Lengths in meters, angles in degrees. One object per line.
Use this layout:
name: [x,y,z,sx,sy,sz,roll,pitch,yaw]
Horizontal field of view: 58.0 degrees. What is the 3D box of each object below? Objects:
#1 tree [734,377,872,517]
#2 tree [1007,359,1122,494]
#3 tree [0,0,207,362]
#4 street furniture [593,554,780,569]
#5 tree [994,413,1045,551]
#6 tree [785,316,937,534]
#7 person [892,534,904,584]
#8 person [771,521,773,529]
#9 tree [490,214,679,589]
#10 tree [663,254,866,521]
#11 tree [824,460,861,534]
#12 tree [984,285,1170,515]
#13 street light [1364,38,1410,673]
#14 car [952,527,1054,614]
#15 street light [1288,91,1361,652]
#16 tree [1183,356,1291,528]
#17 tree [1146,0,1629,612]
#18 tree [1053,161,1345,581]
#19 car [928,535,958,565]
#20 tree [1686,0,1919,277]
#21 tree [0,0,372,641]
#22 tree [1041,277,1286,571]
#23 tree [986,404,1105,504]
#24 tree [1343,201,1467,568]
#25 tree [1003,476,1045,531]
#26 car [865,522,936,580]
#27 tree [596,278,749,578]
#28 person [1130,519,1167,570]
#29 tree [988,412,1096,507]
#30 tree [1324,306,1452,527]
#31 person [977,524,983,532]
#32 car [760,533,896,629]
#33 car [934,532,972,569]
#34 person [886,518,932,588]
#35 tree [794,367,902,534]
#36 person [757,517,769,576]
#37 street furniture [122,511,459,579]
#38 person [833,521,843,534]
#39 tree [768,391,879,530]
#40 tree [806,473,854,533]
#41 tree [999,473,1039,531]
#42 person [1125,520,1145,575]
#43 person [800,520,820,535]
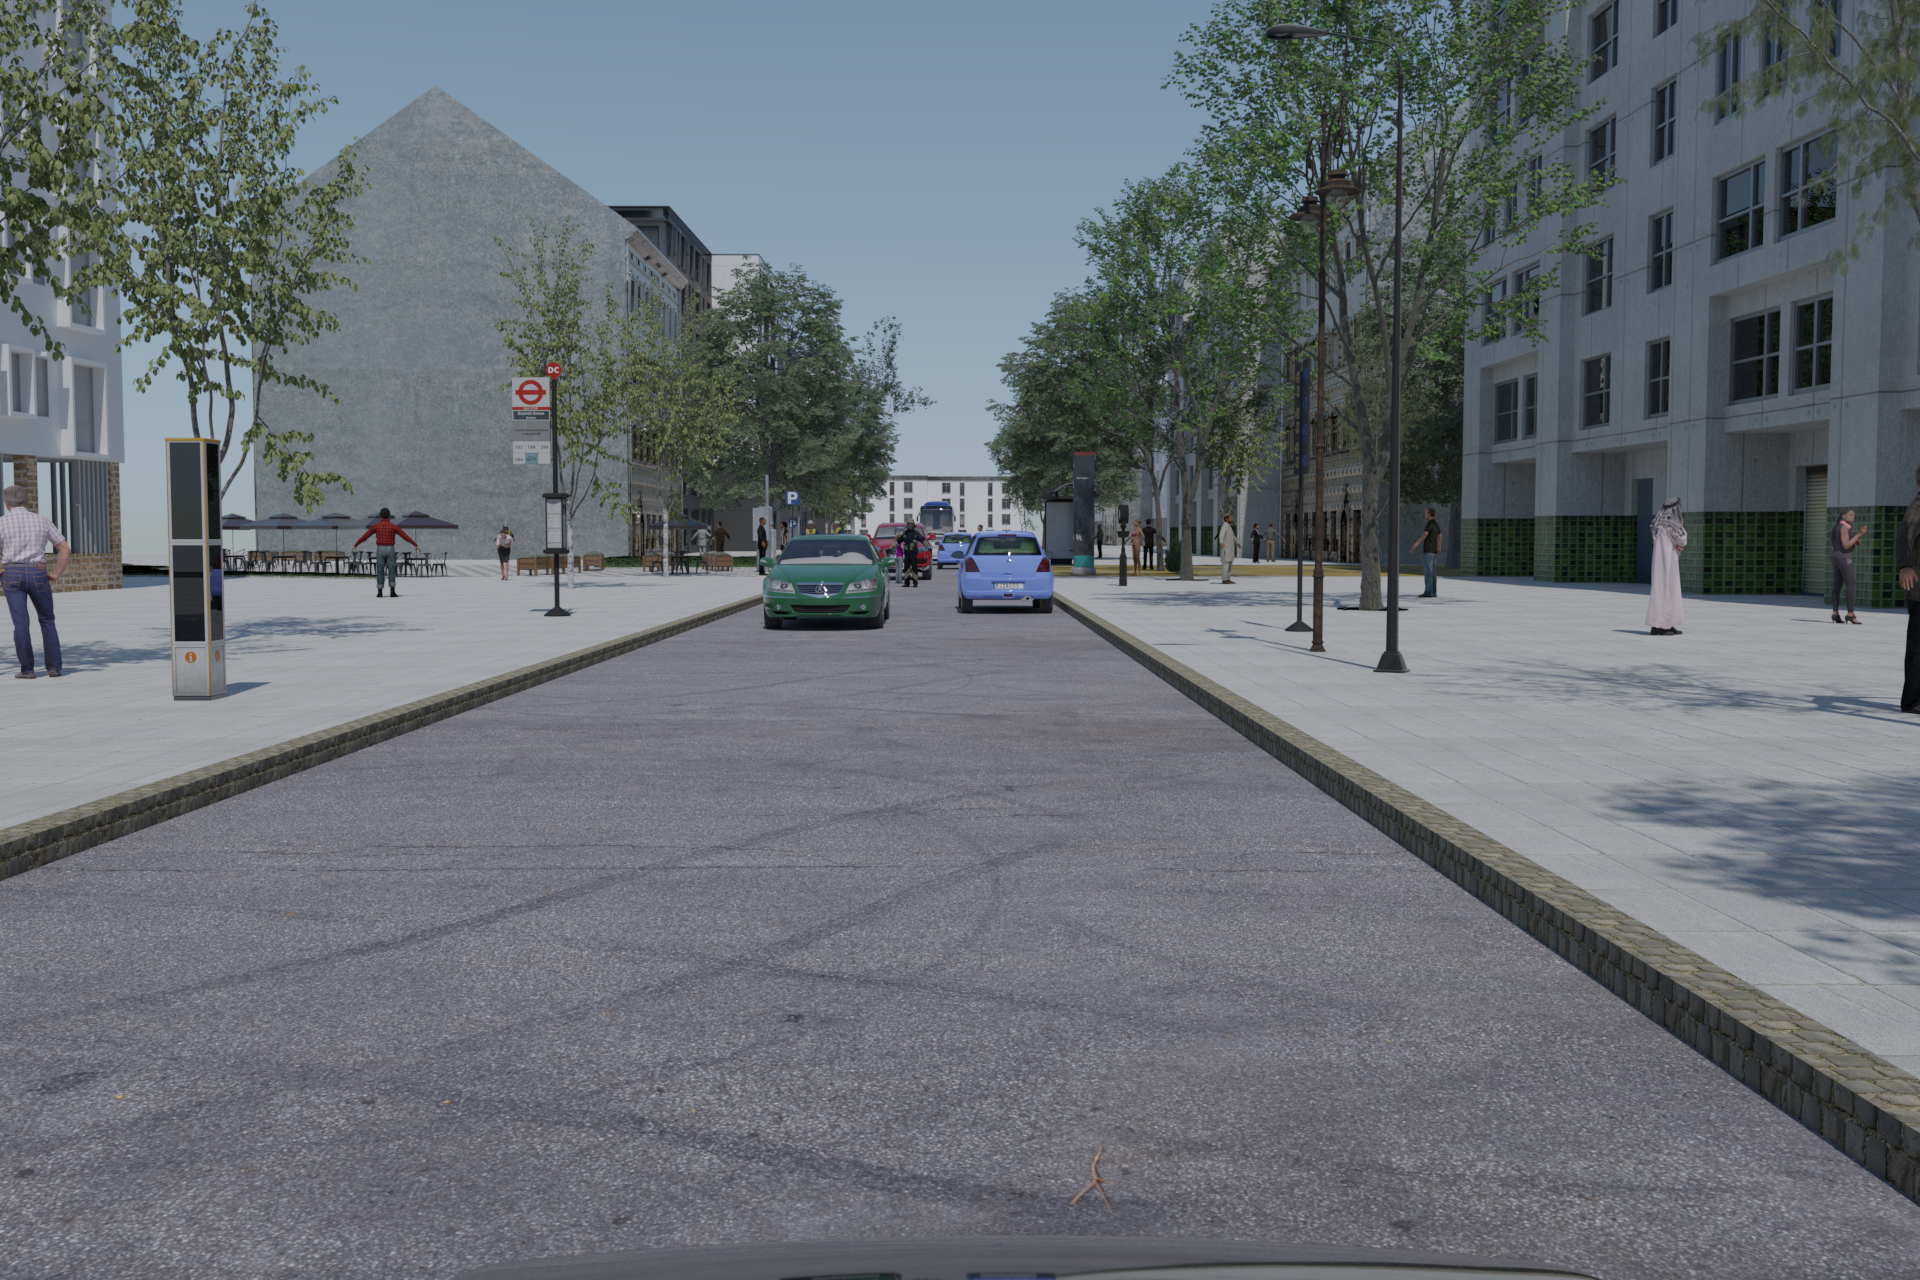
tree: [-8.984,-9.914,96.502,8.767,10.594,7.601,0,4,3]
tree: [6.433,-10.715,100.948,9.928,11.665,9.643,0,3,0]
tree: [-8.659,-3.923,14.501,4.737,8.622,4.395,0,3,0]
street furniture: [-8.816,-3.137,66.918,10.072,0.657,5.734,0,4,2]
tree: [6.484,-12.813,135.240,9.928,11.665,9.643,0,3,0]
tree: [-7.837,-17.943,149.259,12.611,20.169,13.585,0,3,0]
person: [-1.696,-2.342,50.015,0.599,1.433,0.991,-2,4,-33]
person: [-7.793,-3.986,71.034,0.705,1.847,1.347,0,4,6]
tree: [-8.953,-5.489,40.107,4.737,8.622,4.395,0,3,0]
tree: [-8.906,-10.635,80.532,9.857,13.997,8.962,0,3,0]
tree: [-9.158,-10.126,115.926,4.360,8.622,3.978,0,3,0]
tree: [5.943,-11.002,86.536,9.857,13.997,8.962,0,3,0]
street light: [4.561,-2.654,15.937,1.470,5.913,1.316,0,3,0]
car: [0.817,-1.404,32.551,1.945,1.707,3.694,0,4,-1]
street light: [3.901,-2.809,18.718,0.468,5.910,1.993,0,3,0]
tree: [10.546,-7.153,67.317,4.737,8.622,4.395,0,3,0]
tree: [6.976,-6.306,28.862,9.928,11.665,9.643,0,3,0]
tree: [6.362,-7.440,47.392,9.928,11.665,9.643,0,3,0]
car: [-1.022,-4.224,81.429,2.083,1.381,4.827,0,4,0]
tree: [6.651,-3.721,11.209,4.360,8.622,3.978,0,3,0]
tree: [-8.780,-4.270,20.171,4.737,8.622,4.395,0,3,0]
tree: [6.975,-7.669,59.803,8.767,10.594,7.601,0,4,4]
tree: [6.151,-10.774,110.568,8.767,10.594,7.601,-2,4,-25]
tree: [18.749,-9.712,65.440,9.857,13.997,8.962,0,3,0]
tree: [5.485,-12.267,150.920,4.360,8.622,3.978,0,3,0]
car: [-1.908,-2.871,55.616,2.281,1.827,5.304,0,4,-1]
tree: [-8.433,-6.146,50.851,4.737,8.622,4.395,0,3,0]
person: [6.737,-3.425,61.929,1.347,1.837,0.705,1,4,10]
tree: [6.482,-11.478,122.074,8.767,10.594,7.601,-1,4,-21]
tree: [13.367,-6.462,56.014,4.360,8.622,3.978,0,3,0]
person: [0.784,-3.674,68.669,0.704,1.812,1.346,-1,4,-17]
car: [-2.076,-0.976,27.761,2.131,1.459,4.920,0,4,-1]
car: [-0.096,-3.792,71.582,1.945,1.707,3.694,0,4,0]
person: [-1.329,-2.338,46.460,1.354,1.856,0.705,1,4,23]
tree: [-9.110,-13.789,132.110,9.857,13.997,8.962,0,3,0]
person: [-6.092,-2.899,53.617,0.704,1.802,1.346,0,4,-2]
street furniture: [-28.308,-3.164,56.753,14.083,1.986,27.439,-3,5,-45]
person: [-5.060,-3.974,70.945,0.705,1.833,1.349,-2,4,-32]
tree: [-8.818,-10.535,106.663,8.767,10.594,7.601,1,4,14]
tree: [-9.199,-10.597,123.630,4.737,8.622,4.395,0,3,0]
tree: [5.730,-12.685,157.768,4.360,8.622,3.978,0,3,0]
person: [5.444,-2.890,54.054,0.721,1.733,1.217,-2,4,-25]
person: [-5.284,-3.351,61.250,1.216,1.772,0.721,0,4,-2]
